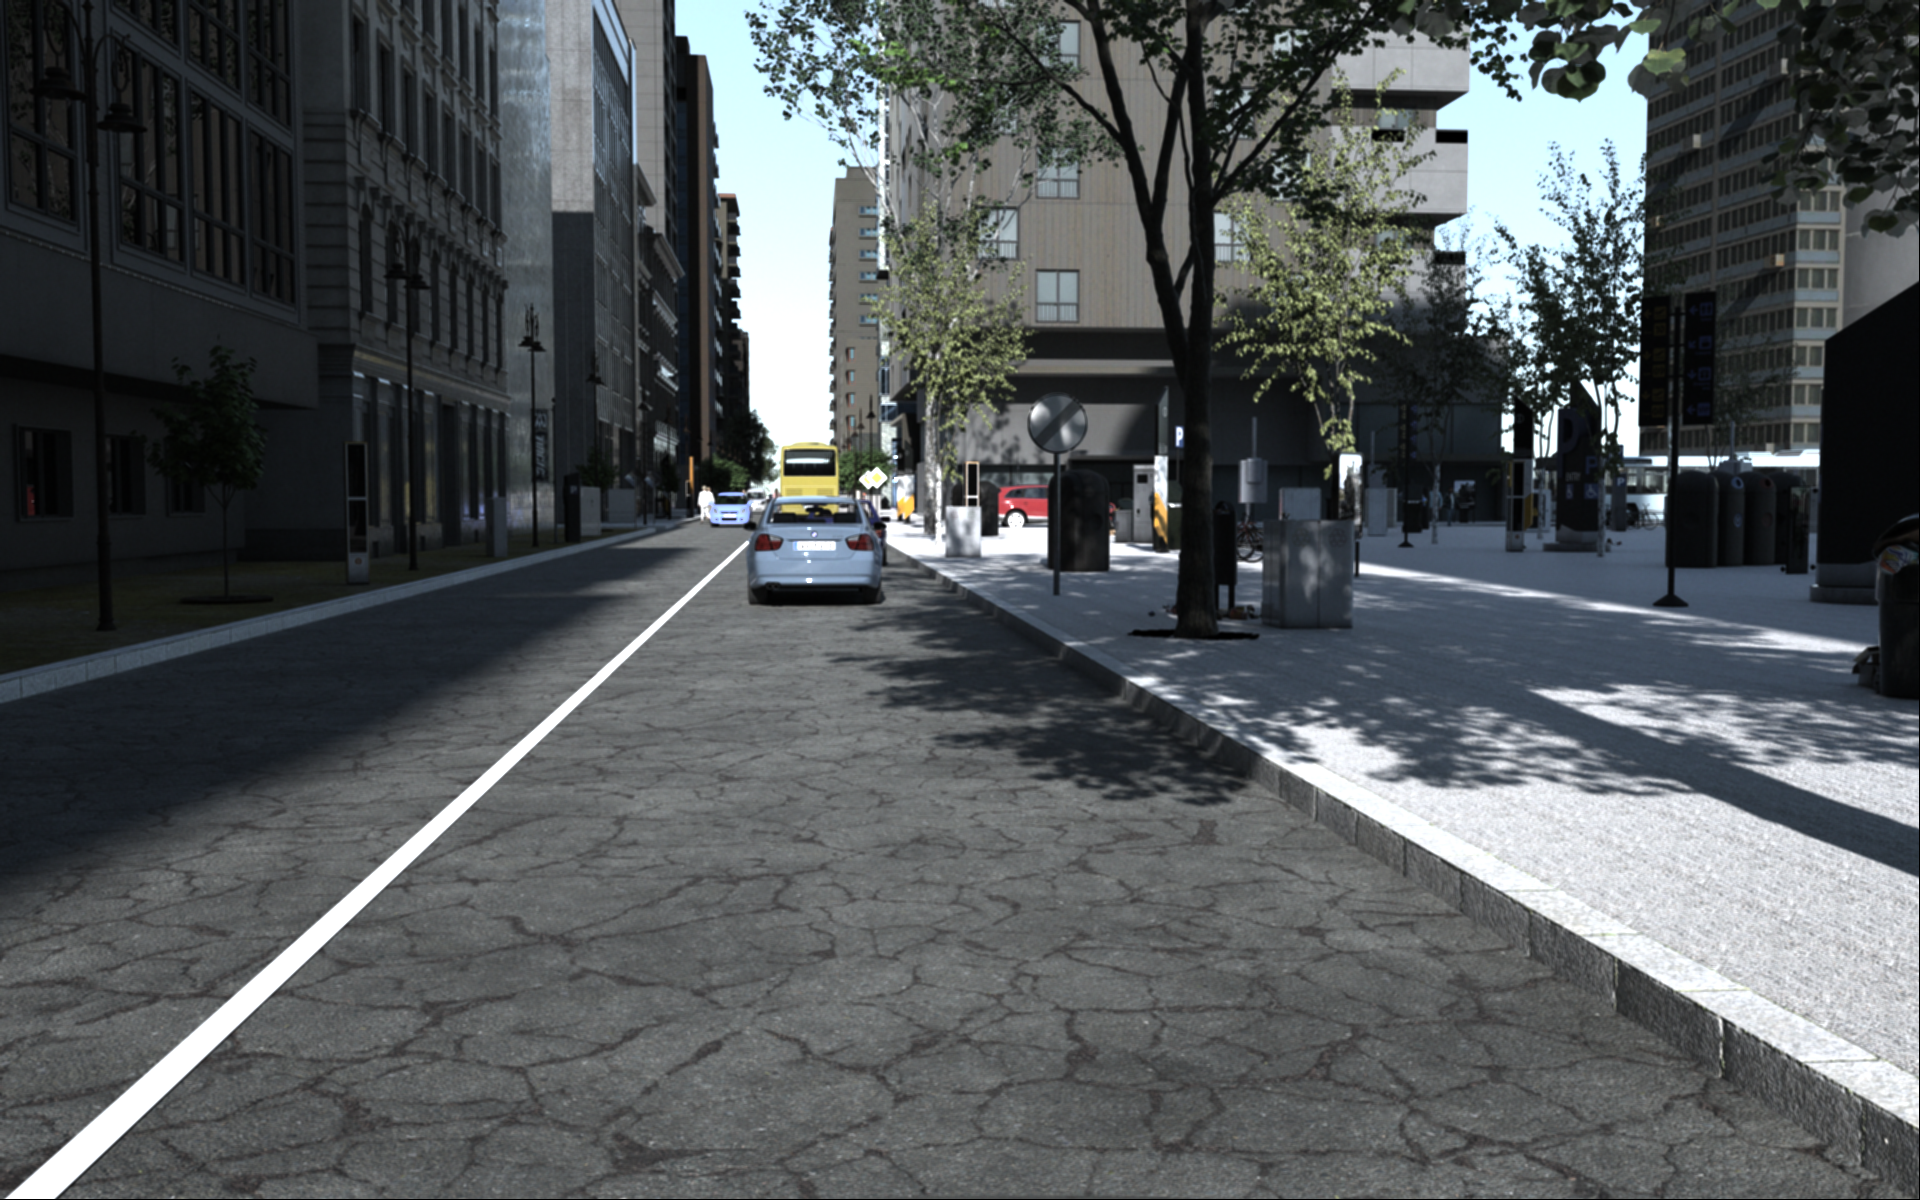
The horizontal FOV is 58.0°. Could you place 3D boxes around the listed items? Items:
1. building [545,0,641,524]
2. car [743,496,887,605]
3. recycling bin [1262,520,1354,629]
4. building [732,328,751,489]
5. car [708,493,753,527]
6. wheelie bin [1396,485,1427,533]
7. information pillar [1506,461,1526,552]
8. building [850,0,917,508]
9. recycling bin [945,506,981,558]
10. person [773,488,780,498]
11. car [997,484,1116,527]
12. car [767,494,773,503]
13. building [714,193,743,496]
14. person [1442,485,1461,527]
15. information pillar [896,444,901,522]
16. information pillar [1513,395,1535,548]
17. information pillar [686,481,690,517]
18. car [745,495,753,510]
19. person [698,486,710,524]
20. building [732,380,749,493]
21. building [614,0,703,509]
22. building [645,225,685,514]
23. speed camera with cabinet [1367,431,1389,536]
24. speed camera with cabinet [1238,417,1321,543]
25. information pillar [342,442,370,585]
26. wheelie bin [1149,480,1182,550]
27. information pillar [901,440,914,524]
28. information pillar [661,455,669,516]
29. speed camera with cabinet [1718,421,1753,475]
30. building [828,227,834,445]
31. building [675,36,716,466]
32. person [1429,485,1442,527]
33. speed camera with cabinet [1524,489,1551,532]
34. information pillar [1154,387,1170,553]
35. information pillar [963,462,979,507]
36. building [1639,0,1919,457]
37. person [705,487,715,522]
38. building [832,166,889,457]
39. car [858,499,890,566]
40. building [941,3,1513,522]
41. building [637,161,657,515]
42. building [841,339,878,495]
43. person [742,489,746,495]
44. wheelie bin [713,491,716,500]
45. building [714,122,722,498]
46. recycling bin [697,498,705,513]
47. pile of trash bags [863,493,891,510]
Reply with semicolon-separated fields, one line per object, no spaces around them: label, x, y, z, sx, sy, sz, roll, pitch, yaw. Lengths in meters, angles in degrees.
building;-22.235;-16.141;81.933;12.078;24.808;19.932;0;4;-5
car;-1.991;-0.721;23.786;2.014;1.417;4.499;0;4;-5
recycling bin;3.376;-0.262;16.831;0.722;1.027;0.722;0;4;-5
building;-43.170;-32.061;295.905;14.160;30.474;14.107;0;4;-5
car;-10.012;-4.051;75.832;1.945;1.707;3.694;0;4;-5
wheelie bin;14.966;-3.028;57.419;0.980;1.594;0.693;1;4;15
information pillar;12.333;-2.078;38.461;0.304;2.012;0.304;0;4;-4
building;0.323;-52.815;176.190;22.319;86.520;31.000;0;4;-5
recycling bin;0.064;-1.393;35.337;0.722;1.027;0.722;0;4;-1
person;-11.843;-6.313;111.720;0.555;1.821;0.388;-2;4;-35
car;3.595;-3.679;68.816;5.304;1.827;2.281;0;4;-5
car;-25.512;-13.958;237.250;2.155;1.783;4.494;0;4;-7
building;-42.168;-36.069;244.348;22.147;44.769;28.867;0;4;-5
person;19.877;-3.754;70.220;0.623;1.781;0.721;-3;5;-39
information pillar;-2.710;-5.469;80.775;0.504;3.616;0.183;1;4;20
information pillar;13.271;-3.028;40.855;0.504;3.616;0.183;3;5;40
information pillar;-14.971;-5.591;95.910;0.304;2.012;0.304;1;4;10
car;-13.991;-5.920;108.801;2.014;1.417;4.499;0;4;-5
person;-12.241;-4.576;83.194;0.514;1.842;0.818;-3;5;-43
building;-47.826;-26.248;274.198;27.650;21.520;28.899;0;4;-5
building;-33.725;-43.808;154.510;20.563;71.187;20.611;0;4;-5
building;-25.926;-17.497;122.240;11.583;22.565;21.152;0;4;-5
speed camera with cabinet;12.960;-3.631;53.696;0.660;3.252;2.038;1;4;13
speed camera with cabinet;8.261;-3.086;44.786;2.038;3.252;0.660;0;4;2
information pillar;-8.519;-1.220;24.440;0.304;2.012;0.304;-2;4;-25
wheelie bin;4.761;-1.956;39.882;0.980;1.594;0.693;-2;4;-34
information pillar;-2.201;-5.106;74.832;0.504;3.616;0.183;3;4;36
information pillar;-17.060;-6.671;100.428;0.504;3.616;0.183;1;4;20
speed camera with cabinet;21.376;-3.182;46.365;0.660;3.252;2.038;-2;4;-32
building;-9.908;-38.096;277.490;22.147;44.769;28.867;0;4;-5
building;-31.867;-32.019;173.625;14.600;45.320;14.200;0;4;-5
person;18.949;-3.710;69.024;0.748;1.841;0.638;-3;5;-40
speed camera with cabinet;19.940;-3.922;58.454;2.038;3.252;0.660;0;4;5
information pillar;4.388;-2.835;37.713;0.183;3.616;0.504;2;4;32
information pillar;0.254;-2.166;39.902;0.304;2.012;0.304;-1;4;-14
building;54.305;-24.778;96.994;23.993;40.220;32.217;0;4;-5
person;-12.986;-4.941;89.508;0.478;1.798;0.641;2;4;32
building;-7.620;-38.446;252.292;21.300;48.544;21.600;0;4;-5
car;-2.402;-1.417;35.747;1.945;1.354;3.894;0;4;-4
building;10.895;-30.590;89.384;27.495;52.752;28.713;0;4;-5
building;-24.099;-16.692;101.786;11.050;23.489;19.941;0;4;-5
building;-0.129;-22.209;208.152;27.650;21.520;28.899;0;4;-5
person;-17.110;-7.891;137.698;0.709;1.800;0.728;1;4;15
wheelie bin;-18.452;-7.359;128.229;0.693;1.594;0.980;2;4;25
building;-38.582;-35.232;195.657;23.786;49.044;30.456;0;4;-5
recycling bin;-17.345;-6.401;117.211;0.722;1.027;0.722;-2;4;-30
pile of trash bags;-7.305;-8.249;144.622;1.912;1.369;3.447;-3;4;-38
